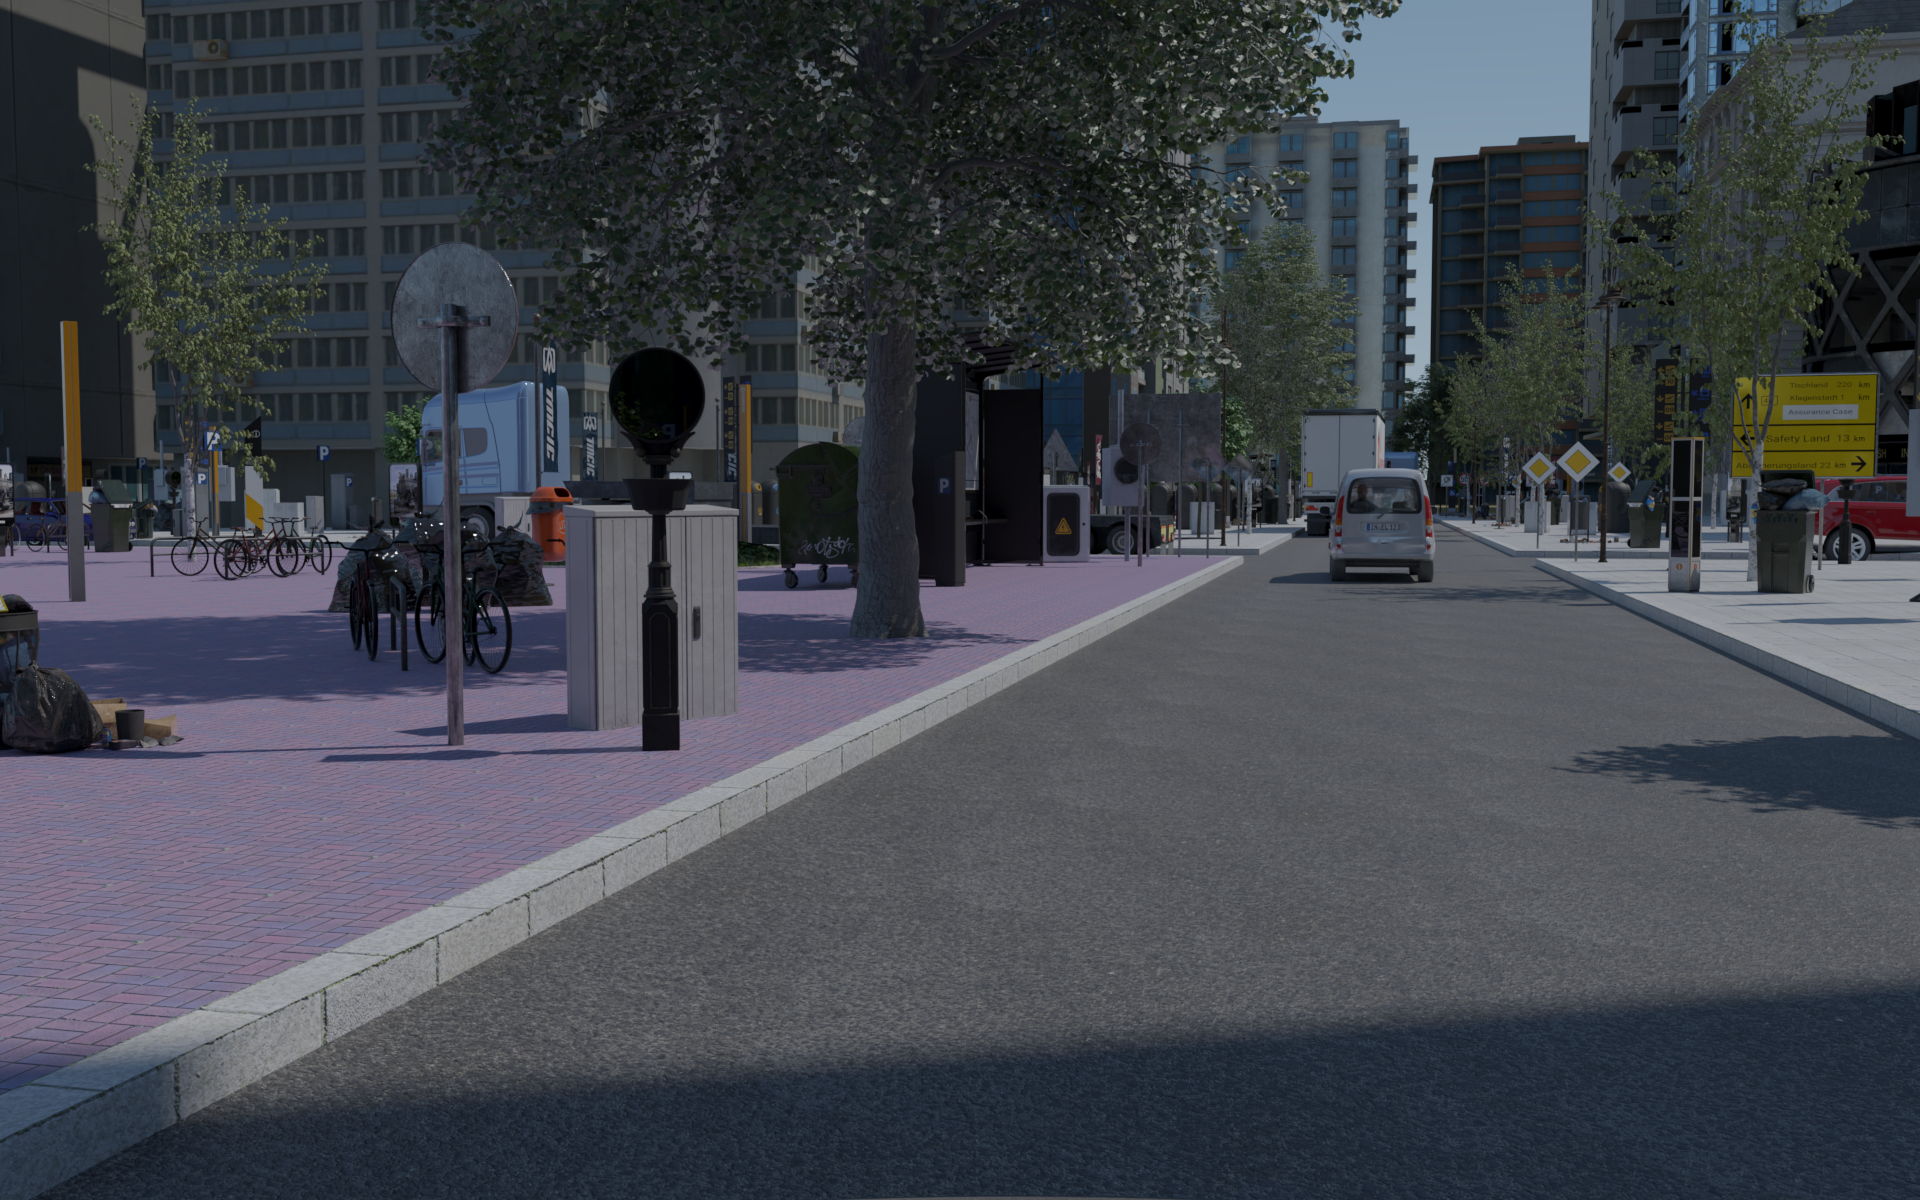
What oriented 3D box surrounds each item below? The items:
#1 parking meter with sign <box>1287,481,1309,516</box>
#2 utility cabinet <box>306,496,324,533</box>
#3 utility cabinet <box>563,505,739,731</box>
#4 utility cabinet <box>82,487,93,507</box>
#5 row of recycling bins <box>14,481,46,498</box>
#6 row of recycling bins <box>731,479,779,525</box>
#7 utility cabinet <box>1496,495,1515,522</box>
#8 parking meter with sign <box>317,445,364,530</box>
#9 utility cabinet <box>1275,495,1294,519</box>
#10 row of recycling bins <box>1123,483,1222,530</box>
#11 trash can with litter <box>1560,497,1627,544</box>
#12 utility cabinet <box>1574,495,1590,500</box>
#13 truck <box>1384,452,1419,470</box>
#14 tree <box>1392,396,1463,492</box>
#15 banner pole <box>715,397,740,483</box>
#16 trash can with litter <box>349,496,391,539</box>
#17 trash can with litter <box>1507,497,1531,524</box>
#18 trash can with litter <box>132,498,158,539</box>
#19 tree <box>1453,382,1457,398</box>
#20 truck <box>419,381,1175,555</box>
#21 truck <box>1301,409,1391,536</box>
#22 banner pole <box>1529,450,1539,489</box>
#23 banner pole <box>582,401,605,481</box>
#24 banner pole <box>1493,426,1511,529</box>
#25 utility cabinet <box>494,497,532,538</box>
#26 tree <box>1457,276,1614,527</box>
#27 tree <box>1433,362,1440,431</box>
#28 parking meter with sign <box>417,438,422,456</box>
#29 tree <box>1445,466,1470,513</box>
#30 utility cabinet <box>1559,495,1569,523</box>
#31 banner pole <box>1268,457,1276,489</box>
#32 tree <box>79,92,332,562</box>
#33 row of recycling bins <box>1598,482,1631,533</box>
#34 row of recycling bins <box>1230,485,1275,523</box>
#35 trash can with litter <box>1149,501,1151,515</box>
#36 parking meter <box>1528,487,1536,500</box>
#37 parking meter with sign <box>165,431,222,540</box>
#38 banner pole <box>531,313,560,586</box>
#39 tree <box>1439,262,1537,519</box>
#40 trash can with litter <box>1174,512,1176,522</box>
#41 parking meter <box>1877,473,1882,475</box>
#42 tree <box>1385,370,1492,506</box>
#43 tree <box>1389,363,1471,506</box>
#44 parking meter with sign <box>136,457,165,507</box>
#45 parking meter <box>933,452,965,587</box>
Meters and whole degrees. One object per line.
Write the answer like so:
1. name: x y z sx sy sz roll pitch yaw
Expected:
1. parking meter with sign: 19.068 -6.279 98.928 1.738 3.016 0.543 2 4 24
2. utility cabinet: -21.385 -2.831 57.442 0.306 1.237 1.020 -3 4 -36
3. utility cabinet: -1.722 0.084 9.791 0.306 1.237 1.020 3 5 42
4. utility cabinet: -27.363 -2.805 54.539 0.318 1.500 1.173 2 4 27
5. row of recycling bins: -30.811 -3.028 56.615 1.069 1.692 3.534 -3 5 -42
6. row of recycling bins: -4.985 -2.574 49.196 3.534 1.692 1.069 -3 5 -42
7. utility cabinet: 24.754 -4.123 78.580 0.306 1.237 1.020 -1 4 -17
8. parking meter with sign: -22.121 -4.019 61.966 1.738 3.016 0.543 2 4 24
9. utility cabinet: 17.030 -4.887 91.063 1.020 1.237 0.306 2 4 28
10. row of recycling bins: 7.790 -3.396 62.637 3.534 1.692 1.069 1 4 13
11. trash can with litter: 16.717 -2.110 45.561 2.233 1.210 1.678 -1 4 -10
12. utility cabinet: 32.884 -4.916 91.531 1.020 1.237 0.306 -2 4 -34
13. truck: 26.773 -7.083 105.564 2.967 4.110 18.799 1 4 14
14. tree: 45.762 -14.873 168.936 9.928 11.665 9.643 0 3 0
15. banner pole: -6.056 -3.359 44.944 0.863 3.779 0.401 0 4 7
16. trash can with litter: -17.184 -2.410 50.468 1.678 1.210 2.233 0 4 -5
17. trash can with litter: 24.150 -3.870 74.658 1.055 1.170 0.624 0 4 1
18. trash can with litter: -23.434 -2.315 49.238 1.055 1.170 0.624 -3 5 -42
19. tree: 21.499 -7.135 67.016 4.360 8.622 3.978 0 3 0
20. truck: -4.458 -3.124 40.829 18.799 4.110 2.967 1 4 14
21. truck: 13.969 -4.498 62.457 2.839 4.237 11.283 1 4 15
22. banner pole: 32.474 -6.591 97.782 0.863 3.779 0.401 -1 4 -21
23. banner pole: -9.808 -3.465 46.671 0.863 3.779 0.401 -3 5 -40
24. banner pole: 19.944 -4.497 63.549 0.863 3.779 0.401 -3 5 -41
25. utility cabinet: -9.678 -1.636 37.905 0.306 1.237 1.020 2 4 35
26. tree: 19.826 -6.683 59.627 4.360 8.622 3.978 0 3 0
27. tree: 26.189 -8.467 88.801 4.737 8.622 4.395 0 3 0
28. parking meter with sign: -16.561 -3.496 53.427 0.543 3.016 1.738 -1 4 -10
29. tree: 33.702 -7.514 117.449 1.663 3.219 1.824 0 3 0
30. utility cabinet: 26.968 -4.104 78.267 1.020 1.237 0.306 1 4 12
31. banner pole: 19.816 -7.361 110.376 0.401 3.779 0.863 -3 5 -40
32. tree: -14.280 -5.013 32.317 4.737 8.622 4.395 0 3 0
33. row of recycling bins: 22.056 -3.129 58.274 1.069 1.692 3.534 1 4 18
34. row of recycling bins: 12.272 -4.259 76.751 3.534 1.692 1.069 2 4 30
35. trash can with litter: 10.769 -5.253 97.270 1.055 1.170 0.624 3 4 36
36. parking meter: 33.231 -5.804 100.614 0.399 1.863 0.255 0 4 6
37. parking meter with sign: -21.430 -3.197 48.525 1.738 3.016 0.543 2 4 32
38. banner pole: -5.815 -2.097 24.302 0.401 3.779 0.863 1 4 13
39. tree: 17.842 -6.313 53.580 4.737 8.622 4.395 0 3 0
40. trash can with litter: 9.885 -4.213 79.943 2.233 1.210 1.678 -2 4 -33
41. parking meter: 25.005 -2.529 47.054 0.255 1.863 0.399 -3 5 -45
42. tree: 35.655 -11.937 129.583 8.767 10.594 7.601 -2 4 -23
43. tree: 41.021 -14.142 149.354 7.486 12.596 7.792 0 3 0
44. parking meter with sign: -38.176 -5.259 82.247 1.738 3.016 0.543 1 4 19
45. parking meter: -0.149 -1.122 24.057 0.399 1.863 0.255 3 5 40
